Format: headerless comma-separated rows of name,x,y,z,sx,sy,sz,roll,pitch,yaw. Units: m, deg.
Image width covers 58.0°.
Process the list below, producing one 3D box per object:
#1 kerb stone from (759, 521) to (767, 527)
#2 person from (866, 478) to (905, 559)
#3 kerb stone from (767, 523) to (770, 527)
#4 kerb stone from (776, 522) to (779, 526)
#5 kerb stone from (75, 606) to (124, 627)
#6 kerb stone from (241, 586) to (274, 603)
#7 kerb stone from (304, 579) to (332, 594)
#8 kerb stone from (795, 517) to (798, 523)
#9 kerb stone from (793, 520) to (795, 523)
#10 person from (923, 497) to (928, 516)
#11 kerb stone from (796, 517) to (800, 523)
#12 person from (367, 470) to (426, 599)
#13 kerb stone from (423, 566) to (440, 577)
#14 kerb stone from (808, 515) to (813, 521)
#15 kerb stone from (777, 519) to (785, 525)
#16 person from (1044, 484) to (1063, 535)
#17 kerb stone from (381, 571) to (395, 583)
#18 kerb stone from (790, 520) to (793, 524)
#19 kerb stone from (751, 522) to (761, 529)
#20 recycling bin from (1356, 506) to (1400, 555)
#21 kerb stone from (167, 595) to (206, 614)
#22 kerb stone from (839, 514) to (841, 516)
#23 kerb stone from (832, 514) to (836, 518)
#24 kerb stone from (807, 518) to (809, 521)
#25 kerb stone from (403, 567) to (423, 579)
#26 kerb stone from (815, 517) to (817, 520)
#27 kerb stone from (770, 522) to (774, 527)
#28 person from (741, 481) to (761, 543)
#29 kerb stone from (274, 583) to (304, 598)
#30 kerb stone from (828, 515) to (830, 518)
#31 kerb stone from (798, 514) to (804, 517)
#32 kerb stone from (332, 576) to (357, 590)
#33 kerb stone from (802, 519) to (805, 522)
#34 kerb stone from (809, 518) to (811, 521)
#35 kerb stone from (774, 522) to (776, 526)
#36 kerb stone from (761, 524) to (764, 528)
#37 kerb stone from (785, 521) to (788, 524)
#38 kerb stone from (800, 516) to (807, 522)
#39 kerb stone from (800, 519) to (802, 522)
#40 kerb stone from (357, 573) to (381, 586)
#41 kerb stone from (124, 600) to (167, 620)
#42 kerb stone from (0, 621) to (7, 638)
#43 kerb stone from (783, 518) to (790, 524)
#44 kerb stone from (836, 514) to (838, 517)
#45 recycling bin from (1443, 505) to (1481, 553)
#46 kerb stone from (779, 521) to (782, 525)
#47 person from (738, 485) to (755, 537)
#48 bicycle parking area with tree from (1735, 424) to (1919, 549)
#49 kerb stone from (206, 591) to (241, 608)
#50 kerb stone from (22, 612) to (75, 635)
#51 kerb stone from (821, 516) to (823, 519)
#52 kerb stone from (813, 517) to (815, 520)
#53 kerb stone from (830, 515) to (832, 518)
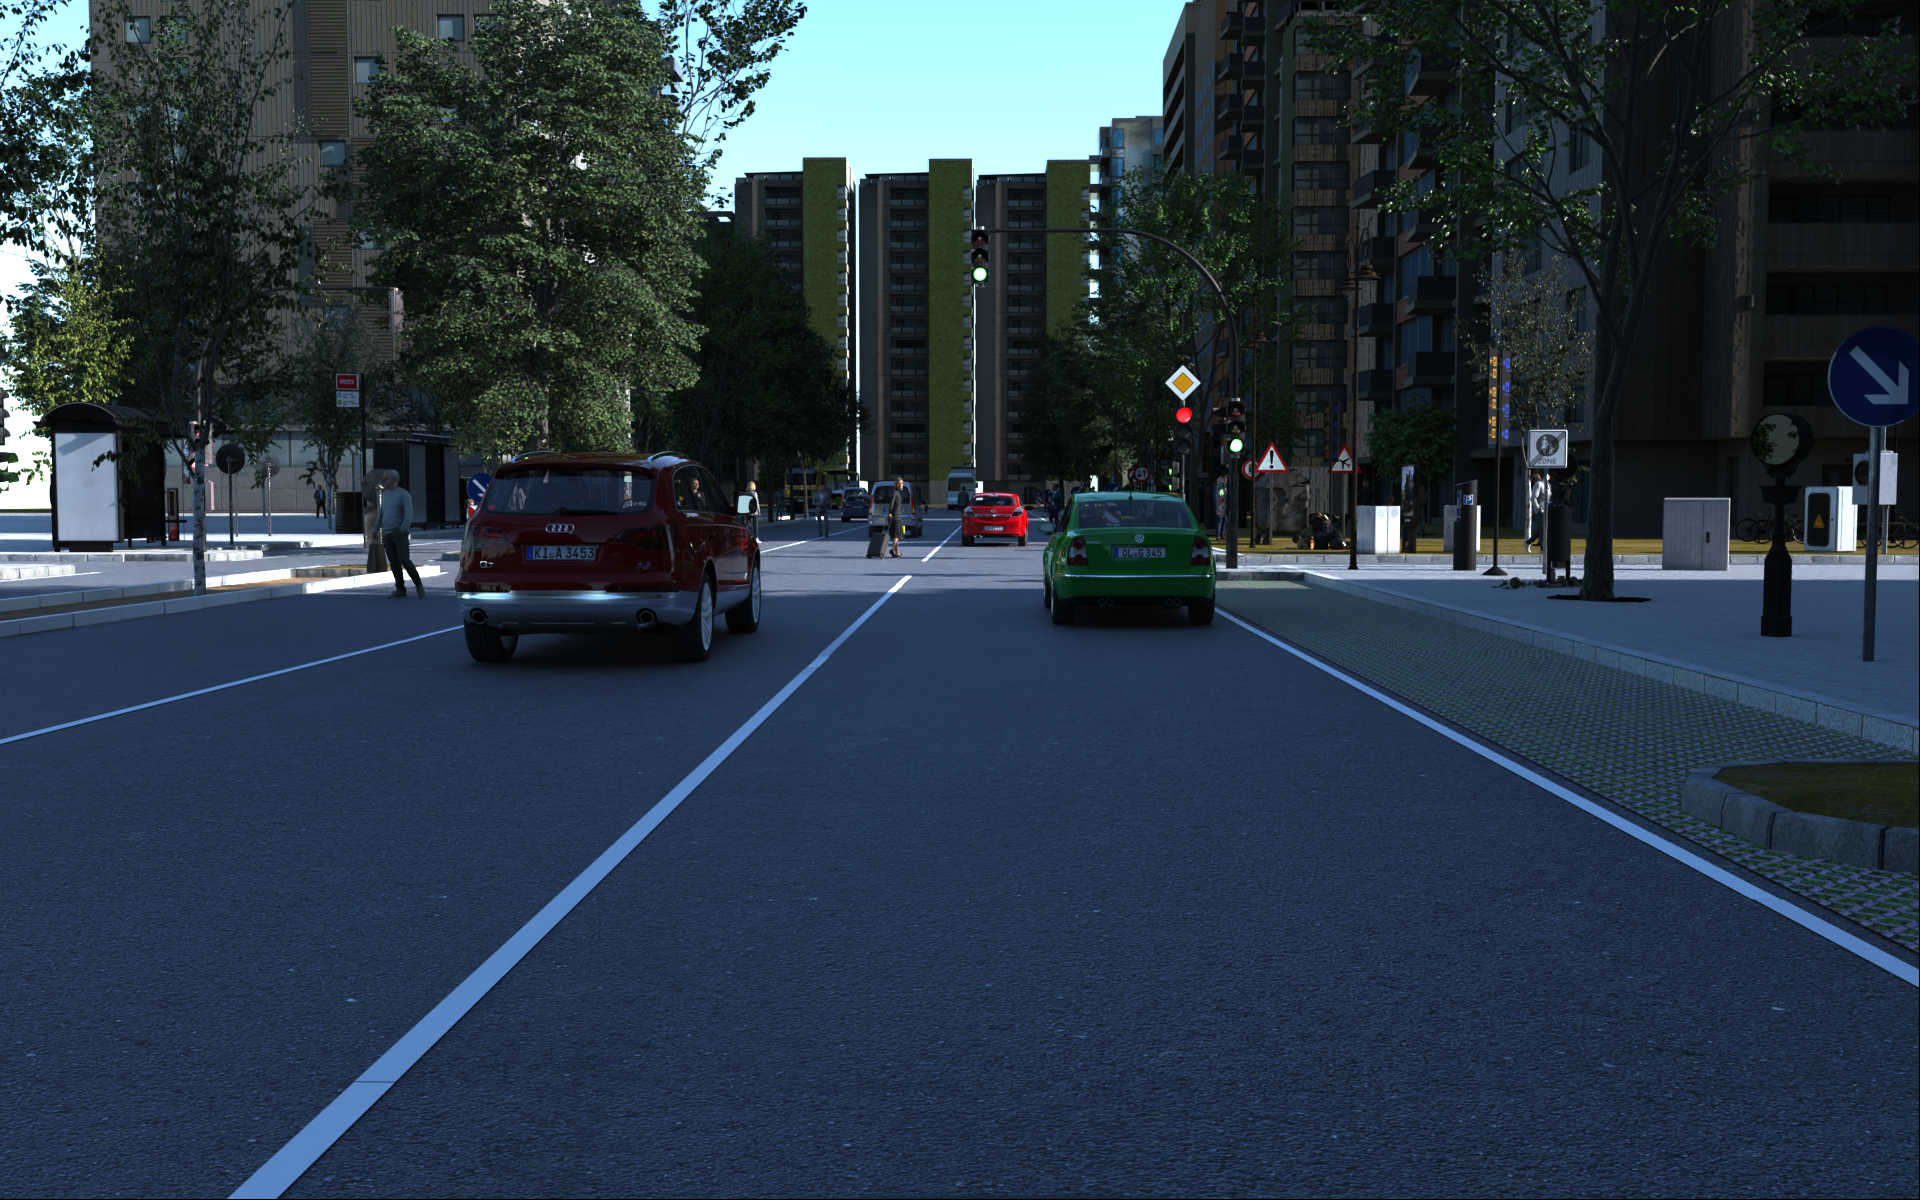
kerb stone,-8.462,-3.169,74.016,0.120,0.150,1.000,0,4,1
person,-1.626,-1.844,38.861,0.699,1.804,1.509,2,4,33
kerb stone,-8.455,-3.226,75.038,0.120,0.150,1.000,0,4,1
kerb stone,-8.380,-3.420,78.108,0.120,0.150,1.000,0,4,1
kerb stone,-9.576,0.187,19.138,0.120,0.150,1.000,0,4,1
kerb stone,-9.509,-0.059,23.226,0.120,0.150,1.000,0,4,1
kerb stone,-9.455,-0.185,25.269,0.120,0.150,1.000,0,4,1
kerb stone,-8.229,-3.859,85.284,0.120,0.150,1.000,0,4,1
kerb stone,-8.253,-3.795,84.257,0.120,0.150,1.000,0,4,1
person,-2.247,-6.140,113.575,0.332,1.250,0.352,0,4,-3
kerb stone,-8.212,-3.921,86.306,0.120,0.150,1.000,0,4,1
person,-7.777,-0.906,23.799,0.782,1.767,0.515,2,4,30
kerb stone,-9.352,-0.502,30.403,0.120,0.150,1.000,0,4,1
kerb stone,-8.085,-4.298,92.464,0.120,0.150,1.000,0,4,1
kerb stone,-8.337,-3.545,80.153,0.120,0.150,1.000,0,4,1
person,3.317,-3.189,60.830,0.419,1.800,0.721,-3,5,-41
kerb stone,-9.392,-0.377,28.359,0.120,0.150,1.000,0,4,1
kerb stone,-8.274,-3.727,83.228,0.120,0.150,1.000,0,4,1
kerb stone,-8.504,-3.036,71.966,0.120,0.150,1.000,0,4,1
recycling bin,8.909,-1.498,37.052,0.722,1.027,0.722,-2,4,-26
kerb stone,-9.538,0.062,21.182,0.120,0.150,1.000,0,4,1
kerb stone,-7.756,-5.301,108.870,0.120,0.150,1.000,0,4,1
kerb stone,-7.816,-5.111,105.804,0.120,0.150,1.000,0,4,1
kerb stone,-8.126,-4.172,90.410,0.120,0.150,1.000,0,4,1
kerb stone,-9.373,-0.439,29.381,0.120,0.150,1.000,0,4,1
kerb stone,-8.043,-4.420,94.508,0.120,0.150,1.000,0,4,1
kerb stone,-8.419,-3.292,76.060,0.120,0.150,1.000,0,4,1
person,-6.169,-2.564,50.597,0.709,1.800,0.728,2,4,34
kerb stone,-9.483,-0.126,24.247,0.120,0.150,1.000,0,4,1
kerb stone,-7.903,-4.857,101.706,0.120,0.150,1.000,0,4,1
kerb stone,-9.889,-5.178,106.859,0.120,0.150,1.000,0,4,1
kerb stone,-9.439,-0.250,26.291,0.120,0.150,1.000,0,4,1
kerb stone,-8.174,-4.047,88.366,0.120,0.150,1.000,0,4,1
kerb stone,-8.106,-4.232,91.442,0.120,0.150,1.000,0,4,1
kerb stone,-8.405,-3.357,77.087,0.120,0.150,1.000,0,4,1
kerb stone,-8.491,-3.106,72.991,0.120,0.150,1.000,0,4,1
kerb stone,-8.319,-3.606,81.175,0.120,0.150,1.000,0,4,1
kerb stone,-8.149,-4.110,89.388,0.120,0.150,1.000,0,4,1
kerb stone,-8.191,-3.981,87.336,0.120,0.150,1.000,0,4,1
kerb stone,-9.416,-0.312,27.325,0.120,0.150,1.000,0,4,1
kerb stone,-9.565,0.126,20.160,0.120,0.150,1.000,0,4,1
kerb stone,-9.622,0.312,17.090,0.120,0.150,1.000,0,4,1
kerb stone,-8.303,-3.668,82.201,0.120,0.150,1.000,0,4,1
kerb stone,-7.800,-5.174,106.826,0.120,0.150,1.000,0,4,1
recycling bin,11.105,-1.575,38.309,0.722,1.027,0.722,1,4,21
kerb stone,-8.362,-3.479,79.131,0.120,0.150,1.000,0,4,1
person,-6.945,-2.830,55.610,0.643,1.720,0.563,3,5,39
bicycle parking area with tree,24.076,-3.390,42.431,9.016,4.147,8.231,1,4,22
kerb stone,-9.525,-0.001,22.204,0.120,0.150,1.000,0,4,1
kerb stone,-9.608,0.252,18.116,0.120,0.150,1.000,0,4,1
kerb stone,-7.979,-4.612,97.594,0.120,0.150,1.000,0,4,1
kerb stone,-8.062,-4.359,93.486,0.120,0.150,1.000,0,4,1
kerb stone,-7.874,-4.922,102.733,0.120,0.150,1.000,0,4,1
